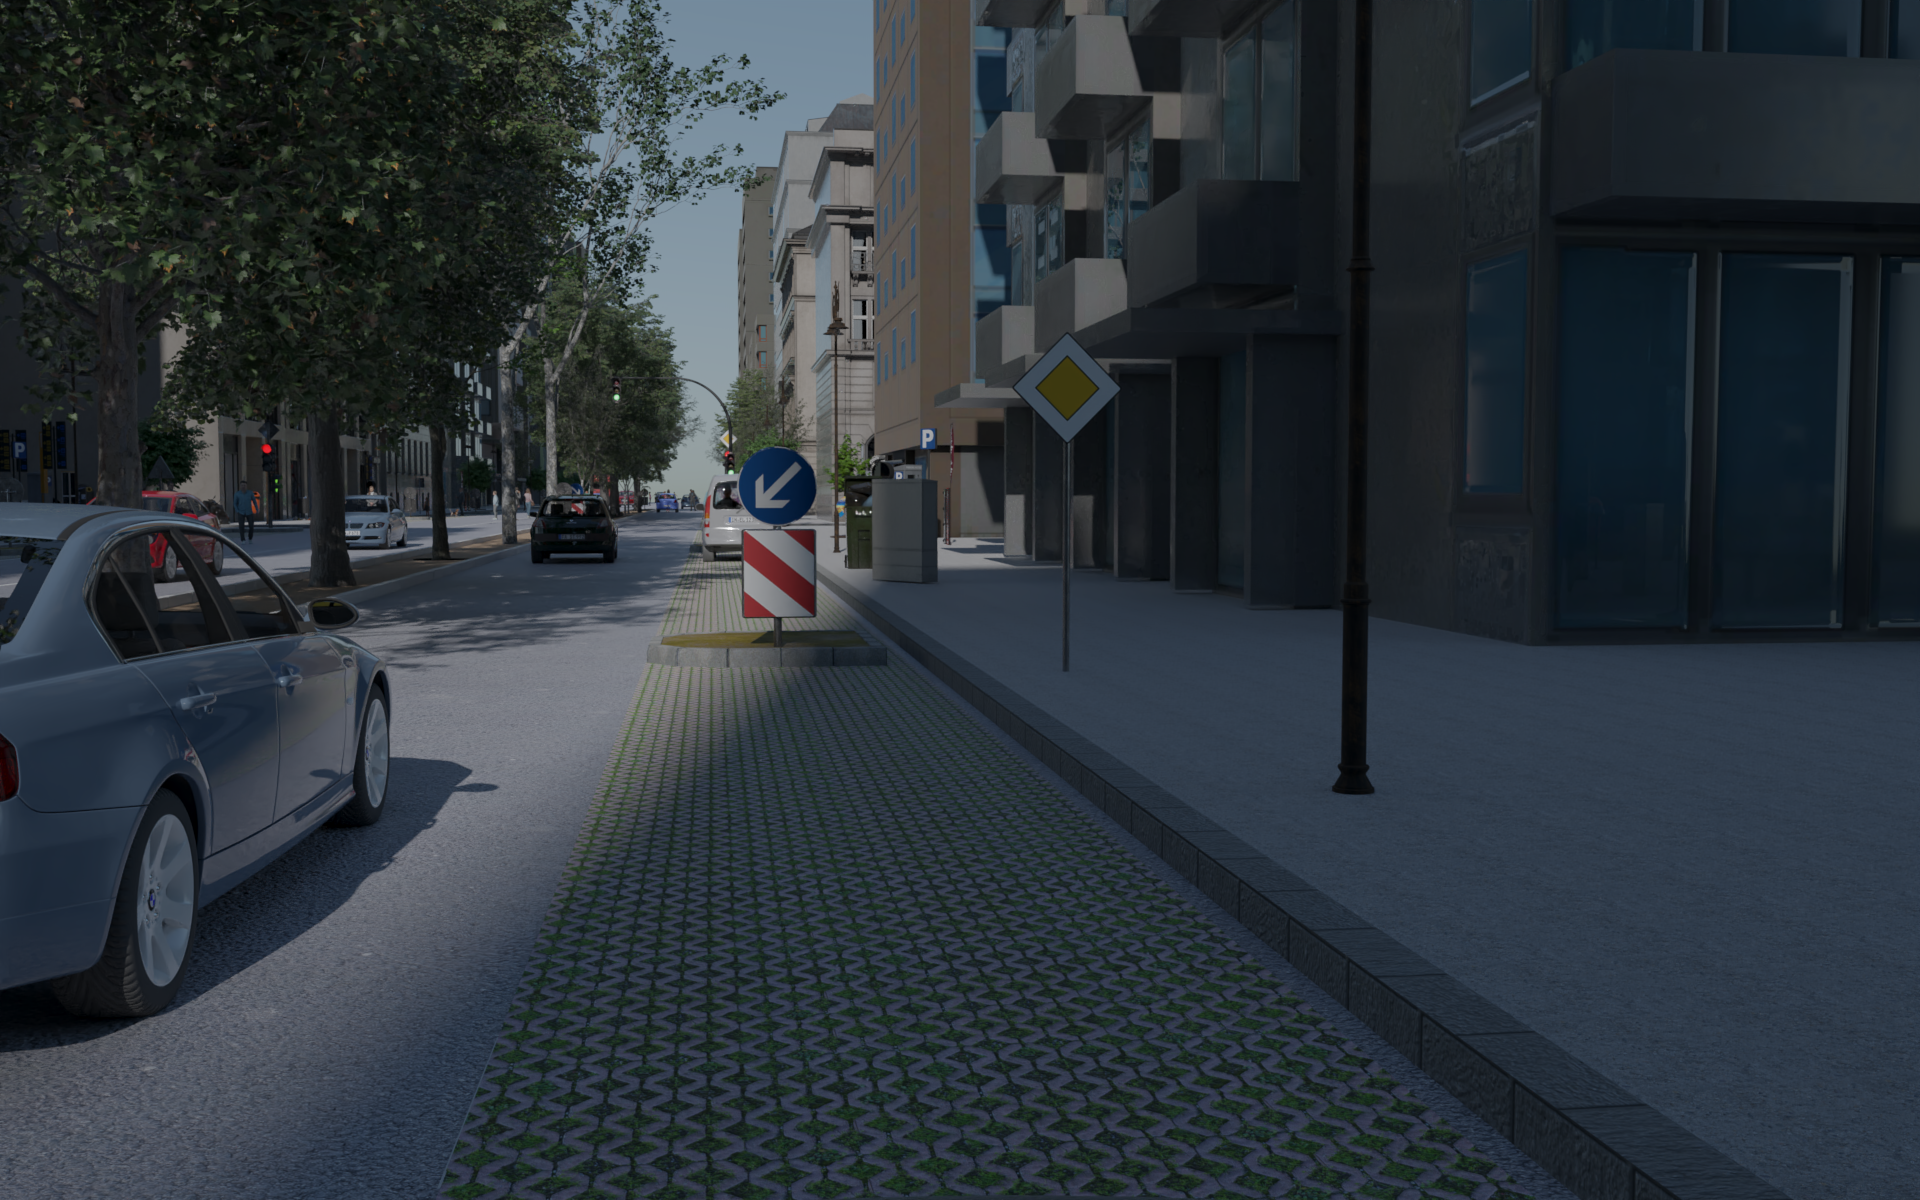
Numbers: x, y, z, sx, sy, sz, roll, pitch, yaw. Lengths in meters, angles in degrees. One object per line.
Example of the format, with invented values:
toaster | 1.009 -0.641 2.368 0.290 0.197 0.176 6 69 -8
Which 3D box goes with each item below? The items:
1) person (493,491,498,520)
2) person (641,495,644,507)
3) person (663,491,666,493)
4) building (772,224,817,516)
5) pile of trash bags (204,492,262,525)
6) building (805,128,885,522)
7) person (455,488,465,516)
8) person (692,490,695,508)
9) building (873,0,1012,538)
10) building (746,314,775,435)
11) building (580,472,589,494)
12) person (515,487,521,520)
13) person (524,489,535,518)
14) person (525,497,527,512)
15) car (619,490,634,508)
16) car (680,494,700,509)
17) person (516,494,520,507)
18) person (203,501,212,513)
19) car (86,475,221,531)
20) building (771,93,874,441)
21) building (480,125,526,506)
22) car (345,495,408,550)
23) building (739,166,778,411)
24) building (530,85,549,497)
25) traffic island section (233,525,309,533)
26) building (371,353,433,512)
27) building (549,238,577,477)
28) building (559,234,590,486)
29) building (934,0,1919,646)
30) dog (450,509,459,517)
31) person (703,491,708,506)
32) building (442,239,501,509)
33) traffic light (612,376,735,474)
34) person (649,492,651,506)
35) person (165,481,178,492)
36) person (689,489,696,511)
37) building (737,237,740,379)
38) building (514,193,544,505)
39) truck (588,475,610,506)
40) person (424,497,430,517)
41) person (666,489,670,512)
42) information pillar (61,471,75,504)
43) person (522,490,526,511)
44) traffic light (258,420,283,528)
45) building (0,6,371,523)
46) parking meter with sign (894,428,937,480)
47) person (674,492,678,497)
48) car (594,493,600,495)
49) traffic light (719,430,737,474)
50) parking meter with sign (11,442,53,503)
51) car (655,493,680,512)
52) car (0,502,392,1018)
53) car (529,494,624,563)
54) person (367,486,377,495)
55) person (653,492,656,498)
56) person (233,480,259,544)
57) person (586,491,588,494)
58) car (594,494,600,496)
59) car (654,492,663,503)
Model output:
person | -26.207 -5.345 97.694 0.330 1.601 0.589 0 4 4
person | -36.505 -11.608 198.420 0.705 1.807 1.348 2 4 33
person | -29.635 -10.099 174.343 1.217 1.743 0.721 2 4 32
building | -6.515 -15.147 112.274 10.561 19.102 19.286 -1 4 -8
pile of trash bags | -31.321 -3.874 73.091 3.447 1.369 1.912 -2 4 -29
building | 4.741 -14.931 85.914 24.055 21.916 13.314 -1 4 -8
person | -32.720 -6.402 113.343 0.661 1.801 0.590 3 5 42
person | -28.208 -10.698 183.037 1.348 1.869 0.705 2 4 26
building | 4.676 -24.875 56.818 14.600 45.320 14.200 -1 4 -8
building | -11.875 -22.411 211.463 27.650 21.520 28.899 -1 4 -8
building | -68.332 -31.232 282.347 14.160 30.474 14.107 -1 4 -8
person | -24.267 -5.257 94.626 0.473 1.802 0.592 -2 4 -28
person | -25.361 -5.670 101.802 0.593 1.750 0.643 1 4 22
person | -35.135 -8.029 140.779 0.512 1.701 0.522 -1 4 -13
car | -35.628 -10.788 185.058 2.281 1.827 5.304 0 4 -6
car | -25.787 -9.385 165.450 2.014 1.417 4.499 -1 4 -9
person | -20.279 -4.282 78.293 0.659 1.850 0.755 0 4 -6
person | -20.041 -2.009 46.015 0.373 1.253 0.362 -1 4 -10
car | -13.795 -1.227 29.103 2.155 1.783 4.494 -1 4 -8
building | -8.712 -21.953 136.417 11.434 29.767 29.804 -1 4 -8
building | -62.738 -36.666 188.727 28.713 52.752 27.495 -1 4 -8
car | -15.781 -2.073 45.904 2.014 1.417 4.499 -1 4 -9
building | -20.759 -38.480 252.854 21.300 48.544 21.600 -1 4 -8
building | -68.468 -56.931 243.485 22.319 86.520 31.000 -1 4 -8
traffic island section | -26.070 -2.640 65.449 2.009 0.180 2.903 -1 4 -8
building | -46.551 -17.646 121.789 16.112 22.955 30.059 -1 4 -8
building | -66.820 -35.743 267.987 14.154 41.232 14.086 -1 4 -8
building | -70.915 -39.492 295.796 14.600 45.320 14.200 -1 4 -8
building | 12.421 -24.929 27.196 23.786 49.044 30.456 -1 4 -8
dog | -31.096 -5.336 106.530 0.540 0.507 0.406 -1 4 -19
person | -8.909 -3.284 62.212 0.660 1.820 0.620 -1 4 -12
building | -55.939 -33.035 159.733 23.786 49.044 30.456 -1 4 -8
traffic light | -11.051 -5.668 67.332 4.771 5.953 1.251 -1 4 -8
person | -38.156 -12.504 213.627 0.721 1.739 1.217 0 4 -5
person | -23.886 -2.674 52.326 0.635 1.810 0.391 -3 5 -45
person | -22.393 -8.372 145.182 0.655 1.846 0.447 -1 4 -13
building | -27.353 -41.297 298.911 21.300 48.544 21.600 -1 4 -8
building | -58.625 -32.235 210.629 14.154 41.232 14.086 -1 4 -8
truck | -43.330 -13.475 209.236 2.839 4.237 11.283 -1 4 -10
person | -32.128 -5.573 104.280 0.373 1.253 0.362 2 4 34
person | -23.581 -8.050 140.134 0.555 1.821 0.388 -2 4 -34
information pillar | -28.984 -3.173 56.373 0.304 2.012 0.304 1 4 13
person | -37.711 -8.646 150.416 0.990 1.755 0.434 2 4 35
traffic light | -26.029 -4.673 65.320 0.839 4.253 0.868 -1 4 -8
building | -43.951 -17.441 89.682 19.350 26.468 34.151 -1 4 -8
parking meter with sign | -1.392 -3.009 45.452 0.543 3.016 1.738 3 5 43
person | -50.481 -18.203 306.127 1.348 1.823 0.705 1 4 20
car | -39.410 -10.869 187.293 1.945 1.707 3.694 0 4 -6
traffic light | -10.126 -5.306 75.673 0.839 4.253 0.868 -1 4 -8
parking meter with sign | -30.582 -3.748 57.549 1.738 3.016 0.543 1 4 17
car | -22.986 -7.739 136.122 1.945 1.707 3.694 0 4 -8
car | -3.203 0.372 5.928 2.014 1.417 4.499 0 4 -7
car | -8.276 -1.683 37.301 2.009 1.686 4.222 -1 4 -10
person | -26.398 -4.225 77.860 0.520 1.790 0.573 -2 4 -27
person | -53.035 -17.882 301.656 1.217 1.735 0.721 -1 4 -21
person | -20.443 -2.512 49.591 0.660 1.820 0.620 -2 4 -30
person | -40.930 -11.060 189.886 0.990 1.755 0.434 2 4 34
car | -26.393 -6.979 123.894 2.009 1.686 4.222 0 4 -6
car | -49.006 -16.848 284.143 2.281 1.827 5.304 -1 4 -9
